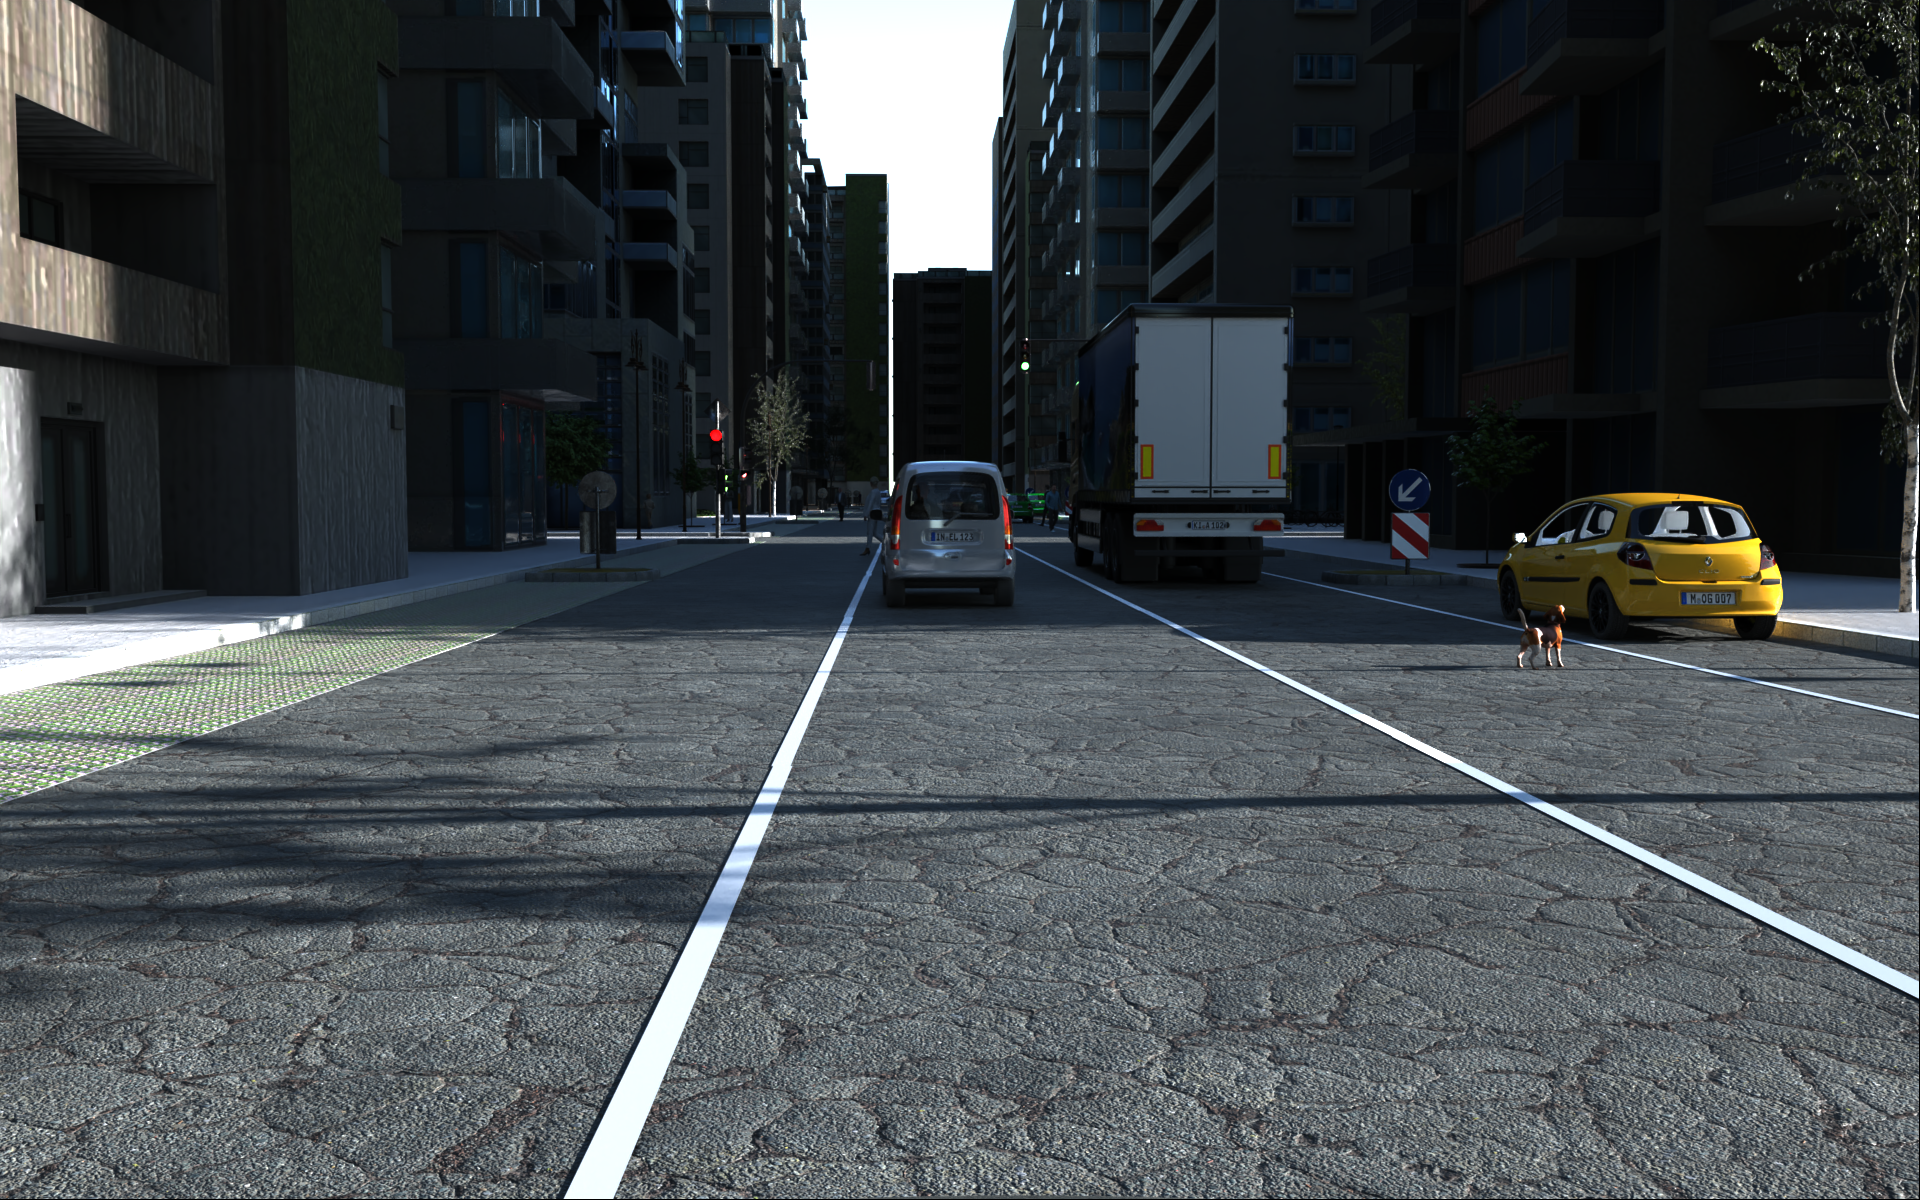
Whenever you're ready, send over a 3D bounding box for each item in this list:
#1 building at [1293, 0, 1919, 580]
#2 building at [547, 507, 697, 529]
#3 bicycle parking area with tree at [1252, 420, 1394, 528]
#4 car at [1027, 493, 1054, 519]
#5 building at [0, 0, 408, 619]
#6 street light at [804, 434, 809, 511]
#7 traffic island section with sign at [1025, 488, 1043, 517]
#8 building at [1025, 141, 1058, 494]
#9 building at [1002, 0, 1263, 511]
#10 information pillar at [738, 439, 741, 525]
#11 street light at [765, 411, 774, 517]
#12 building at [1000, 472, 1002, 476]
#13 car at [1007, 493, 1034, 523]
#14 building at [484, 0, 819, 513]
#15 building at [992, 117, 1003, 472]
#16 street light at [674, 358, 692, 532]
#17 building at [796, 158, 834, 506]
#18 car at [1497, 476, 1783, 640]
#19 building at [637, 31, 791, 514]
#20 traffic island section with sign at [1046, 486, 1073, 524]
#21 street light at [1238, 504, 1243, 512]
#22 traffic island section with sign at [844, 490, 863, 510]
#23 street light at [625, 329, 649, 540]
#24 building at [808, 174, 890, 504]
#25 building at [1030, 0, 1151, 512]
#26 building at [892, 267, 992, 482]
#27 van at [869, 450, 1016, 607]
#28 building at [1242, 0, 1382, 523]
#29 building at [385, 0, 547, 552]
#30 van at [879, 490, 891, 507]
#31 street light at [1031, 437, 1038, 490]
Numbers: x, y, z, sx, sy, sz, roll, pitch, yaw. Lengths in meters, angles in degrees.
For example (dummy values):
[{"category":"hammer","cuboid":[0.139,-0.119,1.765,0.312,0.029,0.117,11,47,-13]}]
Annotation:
[{"category":"building","cuboid":[21.026,-23.333,36.120,22.147,44.769,28.867,0,4,-2]},{"category":"building","cuboid":[-23.073,-46.710,76.376,22.319,86.520,31.000,0,4,-2]},{"category":"bicycle parking area with tree","cuboid":[16.446,-5.070,69.895,9.016,4.147,8.231,0,4,3]},{"category":"car","cuboid":[4.446,-5.528,99.175,1.959,1.807,4.718,0,4,-1]},{"category":"building","cuboid":[-15.251,-15.098,18.546,14.160,30.474,14.107,0,4,-2]},{"category":"street light","cuboid":[-11.740,-9.786,132.789,0.468,5.910,1.993,0,4,-2]},{"category":"traffic island section with sign","cuboid":[4.337,-6.239,110.642,1.989,1.847,2.006,0,4,-2]},{"category":"building","cuboid":[12.310,-22.826,144.903,14.160,30.474,14.107,0,4,-2]},{"category":"building","cuboid":[15.229,-32.961,162.617,21.300,48.544,21.600,0,4,-2]},{"category":"information pillar","cuboid":[-9.241,-4.989,72.923,0.183,3.616,0.504,1,4,8]},{"category":"street light","cuboid":[-10.576,-7.550,96.235,0.468,5.910,1.993,0,4,-2]},{"category":"building","cuboid":[14.792,-45.552,183.021,20.563,71.187,20.611,0,4,-2]},{"category":"car","cuboid":[2.643,-4.761,86.641,1.959,1.807,4.718,0,4,-3]},{"category":"building","cuboid":[-24.476,-32.302,147.753,23.786,49.044,30.456,0,4,-2]},{"category":"building","cuboid":[10.969,-33.739,201.751,14.600,45.320,14.200,0,4,-2]},{"category":"street light","cuboid":[-9.383,-5.264,58.848,0.468,5.910,1.993,0,4,-2]},{"category":"building","cuboid":[-26.398,-30.699,193.807,23.993,40.220,32.217,0,4,-2]},{"category":"car","cuboid":[7.083,-0.504,18.458,2.015,1.641,3.980,0,4,-2]},{"category":"building","cuboid":[-18.506,-20.811,111.958,14.160,30.474,14.107,0,4,-2]},{"category":"traffic island section with sign","cuboid":[5.205,-4.592,83.700,1.989,1.847,2.006,0,4,-2]},{"category":"street light","cuboid":[8.230,-4.766,50.718,0.468,5.910,1.993,0,4,-2]},{"category":"traffic island section with sign","cuboid":[-10.270,-9.284,160.414,1.989,1.847,2.006,0,4,-2]},{"category":"street light","cuboid":[-9.051,-4.639,48.635,0.468,5.910,1.993,0,4,-2]},{"category":"building","cuboid":[-16.144,-33.017,223.428,14.086,41.232,14.154,0,4,-2]},{"category":"building","cuboid":[17.349,-30.523,118.665,23.786,49.044,30.456,0,4,-2]},{"category":"building","cuboid":[-1.785,-27.659,223.927,14.107,30.474,14.160,0,4,-2]},{"category":"van","cuboid":[-0.214,-1.005,23.436,2.013,2.044,4.112,0,4,-4]},{"category":"building","cuboid":[21.405,-28.203,84.828,21.300,48.544,21.600,0,4,-2]},{"category":"building","cuboid":[-24.122,-25.514,36.758,30.456,49.044,23.786,0,4,-2]},{"category":"van","cuboid":[-8.278,-10.950,186.047,2.013,2.044,4.112,0,4,-1]},{"category":"street light","cuboid":[5.788,-9.850,133.827,0.468,5.910,1.993,0,4,-2]}]
